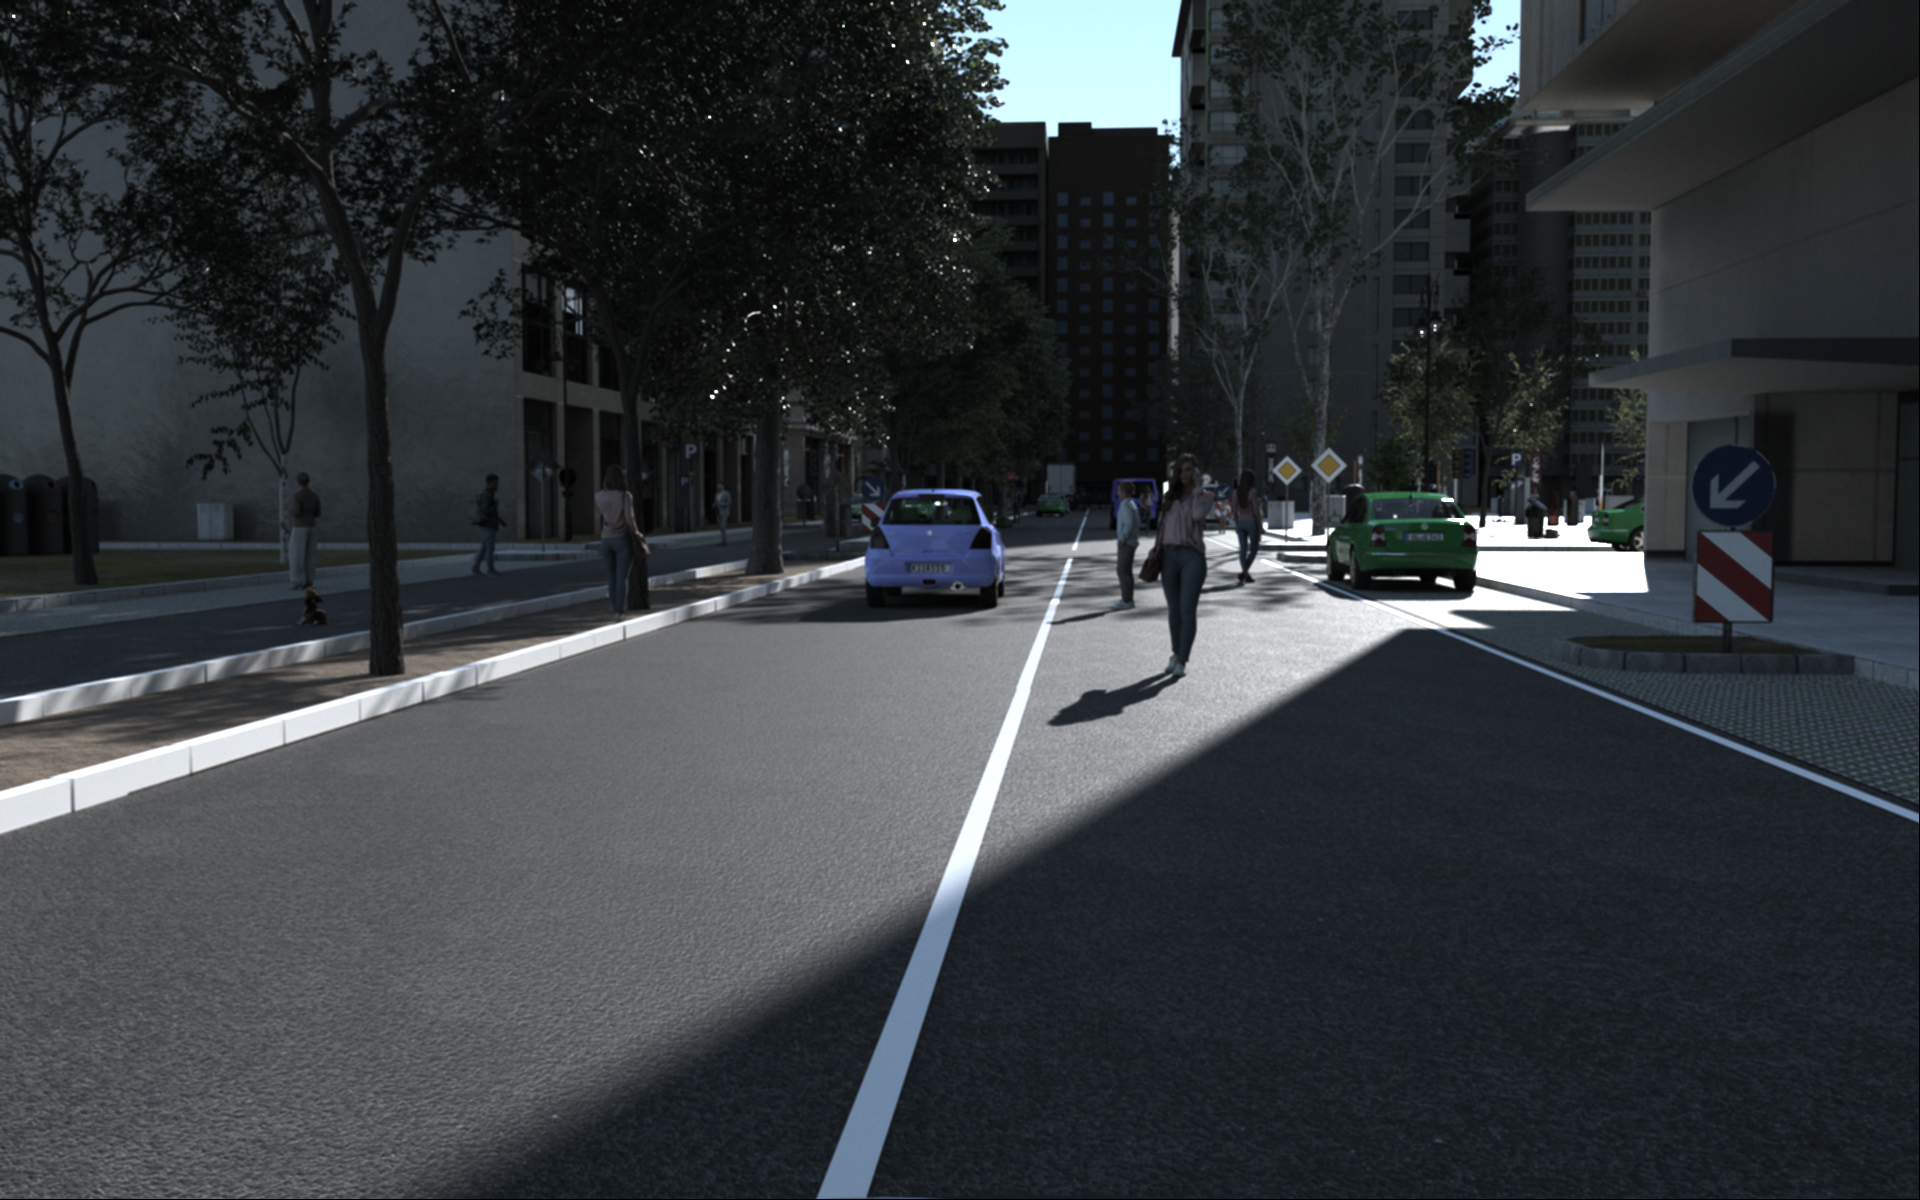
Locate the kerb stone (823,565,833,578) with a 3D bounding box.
[{"bbox_3d":[-2.365,-0.464,29.781,0.120,0.150,1.000,0,4,4],"label":"kerb stone"}]

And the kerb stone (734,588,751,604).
[{"bbox_3d":[-2.923,-0.026,22.623,0.120,0.150,1.000,0,4,4],"label":"kerb stone"}]

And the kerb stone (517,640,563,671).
[{"bbox_3d":[-3.551,0.474,14.451,0.120,0.150,1.000,0,4,4],"label":"kerb stone"}]

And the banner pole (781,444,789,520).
[{"bbox_3d":[-8.655,-5.841,85.521,0.401,3.779,0.863,-3,4,-37],"label":"banner pole"}]

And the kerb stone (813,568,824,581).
[{"bbox_3d":[-2.440,-0.401,28.758,0.120,0.150,1.000,0,4,4],"label":"kerb stone"}]

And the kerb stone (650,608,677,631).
[{"bbox_3d":[-3.237,0.224,18.538,0.120,0.150,1.000,0,4,4],"label":"kerb stone"}]

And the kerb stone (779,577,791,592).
[{"bbox_3d":[-2.687,-0.208,25.689,0.120,0.150,1.000,0,4,4],"label":"kerb stone"}]

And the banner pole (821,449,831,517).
[{"bbox_3d":[-7.440,-6.478,95.930,0.863,3.779,0.401,3,5,40],"label":"banner pole"}]

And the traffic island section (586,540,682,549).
[{"bbox_3d":[-8.612,-1.465,46.236,2.009,0.180,2.903,0,4,4],"label":"traffic island section"}]

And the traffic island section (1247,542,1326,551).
[{"bbox_3d":[8.479,-1.384,44.916,2.009,0.180,2.903,0,4,4],"label":"traffic island section"}]

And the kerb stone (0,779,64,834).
[{"bbox_3d":[-4.100,0.913,7.302,0.120,0.150,1.000,0,4,4],"label":"kerb stone"}]

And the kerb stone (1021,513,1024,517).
[{"bbox_3d":[3.831,-5.374,110.086,0.120,0.150,1.000,0,4,4],"label":"kerb stone"}]

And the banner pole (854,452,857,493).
[{"bbox_3d":[-6.234,-6.969,103.953,0.401,3.779,0.863,-1,4,-12],"label":"banner pole"}]

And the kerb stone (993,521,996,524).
[{"bbox_3d":[1.780,-3.744,83.503,0.120,0.150,1.000,0,4,4],"label":"kerb stone"}]

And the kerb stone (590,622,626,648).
[{"bbox_3d":[-3.397,0.349,16.493,0.120,0.150,1.000,0,4,4],"label":"kerb stone"}]

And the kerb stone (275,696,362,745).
[{"bbox_3d":[-3.866,0.724,10.369,0.120,0.150,1.000,0,4,4],"label":"kerb stone"}]

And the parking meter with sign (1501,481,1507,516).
[{"bbox_3d":[32.333,-6.455,101.804,0.543,3.016,1.738,-1,4,-19],"label":"parking meter with sign"}]

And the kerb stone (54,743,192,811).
[{"bbox_3d":[-4.019,0.849,8.320,0.120,0.150,1.000,0,4,4],"label":"kerb stone"}]

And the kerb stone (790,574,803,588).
[{"bbox_3d":[-2.606,-0.274,26.718,0.120,0.150,1.000,0,4,4],"label":"kerb stone"}]

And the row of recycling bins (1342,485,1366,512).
[{"bbox_3d":[17.610,-4.319,77.727,1.069,1.692,3.534,1,4,9],"label":"row of recycling bins"}]

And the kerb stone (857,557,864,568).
[{"bbox_3d":[-2.051,-0.706,33.870,0.120,0.150,1.000,0,4,4],"label":"kerb stone"}]

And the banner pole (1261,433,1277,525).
[{"bbox_3d":[12.664,-4.976,71.371,0.863,3.779,0.401,-1,4,-10],"label":"banner pole"}]

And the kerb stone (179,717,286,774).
[{"bbox_3d":[-3.944,0.787,9.350,0.120,0.150,1.000,0,4,4],"label":"kerb stone"}]

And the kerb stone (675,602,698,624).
[{"bbox_3d":[-3.156,0.161,19.557,0.120,0.150,1.000,0,4,4],"label":"kerb stone"}]

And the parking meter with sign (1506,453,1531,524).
[{"bbox_3d":[24.018,-4.744,73.822,0.543,3.016,1.738,3,4,39],"label":"parking meter with sign"}]

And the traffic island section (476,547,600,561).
[{"bbox_3d":[-9.227,-0.978,38.275,2.009,0.180,2.903,0,4,4],"label":"traffic island section"}]

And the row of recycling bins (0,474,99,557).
[{"bbox_3d":[-19.623,-1.782,36.241,1.069,1.692,3.534,1,4,18],"label":"row of recycling bins"}]

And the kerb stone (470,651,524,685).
[{"bbox_3d":[-3.624,0.536,13.432,0.120,0.150,1.000,0,4,4],"label":"kerb stone"}]

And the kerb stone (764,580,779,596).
[{"bbox_3d":[-2.762,-0.150,24.670,0.120,0.150,1.000,0,4,4],"label":"kerb stone"}]

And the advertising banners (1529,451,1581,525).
[{"bbox_3d":[24.345,-4.570,70.905,2.074,3.025,0.090,1,4,10],"label":"advertising banners"}]

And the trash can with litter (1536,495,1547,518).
[{"bbox_3d":[31.978,-5.135,95.006,2.233,1.210,1.678,1,4,16],"label":"trash can with litter"}]

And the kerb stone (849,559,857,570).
[{"bbox_3d":[-2.128,-0.651,32.845,0.120,0.150,1.000,0,4,4],"label":"kerb stone"}]

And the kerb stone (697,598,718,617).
[{"bbox_3d":[-3.079,0.106,20.576,0.120,0.150,1.000,0,4,4],"label":"kerb stone"}]

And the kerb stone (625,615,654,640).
[{"bbox_3d":[-3.308,0.286,17.518,0.120,0.150,1.000,0,4,4],"label":"kerb stone"}]

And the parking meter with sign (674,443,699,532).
[{"bbox_3d":[-9.304,-3.827,58.825,0.543,3.016,1.738,0,4,4],"label":"parking meter with sign"}]

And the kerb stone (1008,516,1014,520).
[{"bbox_3d":[2.968,-4.682,98.852,0.120,0.150,1.000,0,4,4],"label":"kerb stone"}]

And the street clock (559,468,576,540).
[{"bbox_3d":[-10.979,-2.688,48.514,0.471,2.002,0.358,-1,4,-15],"label":"street clock"}]

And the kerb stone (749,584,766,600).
[{"bbox_3d":[-2.844,-0.088,23.642,0.120,0.150,1.000,0,4,4],"label":"kerb stone"}]

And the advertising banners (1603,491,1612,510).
[{"bbox_3d":[29.268,-5.040,78.594,0.090,3.025,2.074,0,4,7],"label":"advertising banners"}]

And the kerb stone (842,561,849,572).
[{"bbox_3d":[-2.209,-0.581,31.821,0.120,0.150,1.000,0,4,4],"label":"kerb stone"}]

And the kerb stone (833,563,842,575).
[{"bbox_3d":[-2.285,-0.526,30.801,0.120,0.150,1.000,0,4,4],"label":"kerb stone"}]

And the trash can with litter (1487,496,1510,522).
[{"bbox_3d":[24.782,-4.207,79.841,1.678,1.210,2.233,1,4,19],"label":"trash can with litter"}]

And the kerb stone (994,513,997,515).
[{"bbox_3d":[2.462,-5.947,119.431,0.120,0.150,1.000,0,4,4],"label":"kerb stone"}]

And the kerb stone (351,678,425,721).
[{"bbox_3d":[-3.788,0.661,11.388,0.120,0.150,1.000,0,4,4],"label":"kerb stone"}]

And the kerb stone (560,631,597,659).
[{"bbox_3d":[-3.473,0.416,15.474,0.120,0.150,1.000,0,4,4],"label":"kerb stone"}]

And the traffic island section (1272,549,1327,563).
[{"bbox_3d":[7.863,-0.897,36.954,2.009,0.180,2.903,0,4,4],"label":"traffic island section"}]

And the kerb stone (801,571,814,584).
[{"bbox_3d":[-2.524,-0.339,27.739,0.120,0.150,1.000,0,4,4],"label":"kerb stone"}]

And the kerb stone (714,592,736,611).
[{"bbox_3d":[-2.991,0.039,21.604,0.120,0.150,1.000,0,4,4],"label":"kerb stone"}]

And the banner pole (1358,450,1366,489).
[{"bbox_3d":[22.716,-6.597,97.883,0.863,3.779,0.401,-3,5,-42],"label":"banner pole"}]

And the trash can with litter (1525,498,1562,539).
[{"bbox_3d":[16.834,-2.357,49.916,0.624,1.170,1.055,-3,5,-41],"label":"trash can with litter"}]

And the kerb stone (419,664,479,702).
[{"bbox_3d":[-3.706,0.601,12.410,0.120,0.150,1.000,0,4,4],"label":"kerb stone"}]
